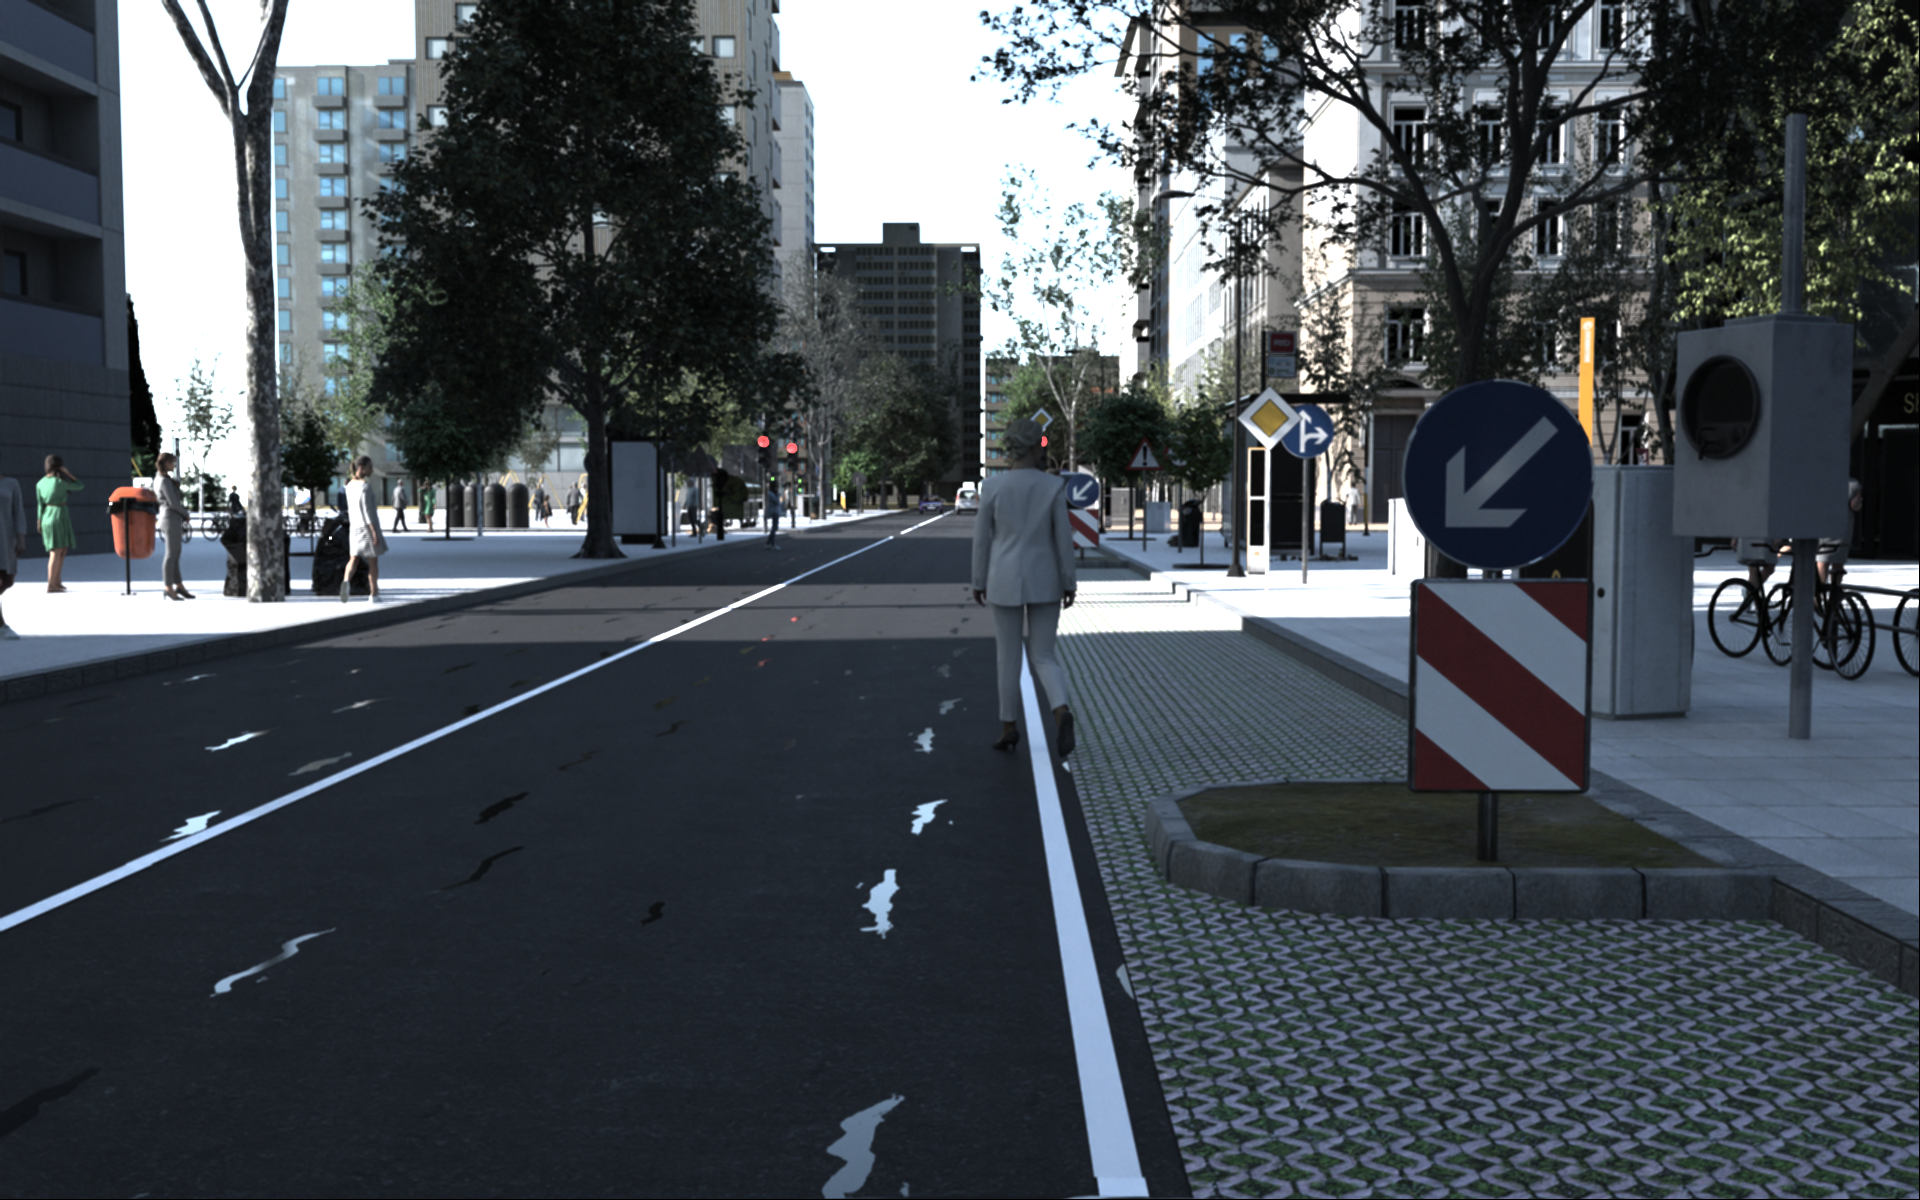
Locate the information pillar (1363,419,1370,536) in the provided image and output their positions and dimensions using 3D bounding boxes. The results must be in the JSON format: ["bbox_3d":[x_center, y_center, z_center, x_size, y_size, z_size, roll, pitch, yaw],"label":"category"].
[{"bbox_3d":[12.536,-3.793,53.377,0.183,3.616,0.504,1,4,20],"label":"information pillar"}]

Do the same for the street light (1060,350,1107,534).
[{"bbox_3d":[4.045,-5.095,55.852,1.470,5.913,1.316,0,4,1],"label":"street light"}]

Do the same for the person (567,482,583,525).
[{"bbox_3d":[-15.869,-3.973,71.397,0.661,1.777,0.834,-1,4,-8],"label":"person"}]

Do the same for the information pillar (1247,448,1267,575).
[{"bbox_3d":[4.753,-1.412,27.581,0.304,2.012,0.304,1,4,17],"label":"information pillar"}]

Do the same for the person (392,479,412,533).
[{"bbox_3d":[-18.450,-3.111,57.311,0.661,1.777,0.834,3,4,37],"label":"person"}]

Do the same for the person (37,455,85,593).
[{"bbox_3d":[-11.867,-1.004,22.708,0.600,1.795,0.529,0,4,6],"label":"person"}]

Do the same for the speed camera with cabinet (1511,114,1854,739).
[{"bbox_3d":[3.961,-0.941,9.726,0.660,3.252,2.038,-1,4,-20],"label":"speed camera with cabinet"}]

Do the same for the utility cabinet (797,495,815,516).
[{"bbox_3d":[-9.166,-5.627,103.165,1.020,1.237,0.306,0,4,8],"label":"utility cabinet"}]

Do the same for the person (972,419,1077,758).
[{"bbox_3d":[0.373,-0.065,9.435,0.514,1.842,0.818,-1,4,-19],"label":"person"}]

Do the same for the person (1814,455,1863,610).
[{"bbox_3d":[9.596,-0.780,19.148,0.716,1.782,0.532,1,4,13],"label":"person"}]

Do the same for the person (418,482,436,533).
[{"bbox_3d":[-17.557,-3.122,57.331,0.600,1.795,0.529,1,4,14],"label":"person"}]

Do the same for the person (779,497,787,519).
[{"bbox_3d":[-9.437,-4.824,90.407,0.738,1.151,1.012,2,4,31],"label":"person"}]

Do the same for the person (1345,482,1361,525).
[{"bbox_3d":[16.063,-3.946,70.829,0.678,1.792,0.850,1,4,17],"label":"person"}]

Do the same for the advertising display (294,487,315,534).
[{"bbox_3d":[-21.118,-3.093,55.779,0.974,1.923,0.123,3,4,36],"label":"advertising display"}]

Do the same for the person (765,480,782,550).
[{"bbox_3d":[-4.832,-2.202,44.767,0.793,1.790,0.793,-3,4,-38],"label":"person"}]

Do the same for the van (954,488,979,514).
[{"bbox_3d":[0.560,-7.145,123.832,2.013,2.044,4.112,0,4,1],"label":"van"}]

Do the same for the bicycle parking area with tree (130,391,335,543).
[{"bbox_3d":[-21.877,-3.852,49.986,9.016,4.147,8.231,3,5,40],"label":"bicycle parking area with tree"}]

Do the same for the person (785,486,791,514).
[{"bbox_3d":[-10.945,-6.416,111.053,0.767,1.812,0.694,-2,4,-24],"label":"person"}]

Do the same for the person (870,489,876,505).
[{"bbox_3d":[-10.134,-11.977,201.883,0.705,1.823,1.348,-3,4,-37],"label":"person"}]

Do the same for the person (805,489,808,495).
[{"bbox_3d":[-15.053,-9.990,169.377,0.705,1.824,1.348,1,4,15],"label":"person"}]

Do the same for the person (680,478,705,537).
[{"bbox_3d":[-7.971,-2.753,51.546,0.515,1.767,0.782,-3,5,-43],"label":"person"}]

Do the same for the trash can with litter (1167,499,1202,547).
[{"bbox_3d":[5.401,-1.872,41.996,0.624,1.170,1.055,-2,4,-31],"label":"trash can with litter"}]

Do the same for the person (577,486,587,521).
[{"bbox_3d":[-17.826,-4.623,81.850,0.699,1.804,1.509,3,4,36],"label":"person"}]

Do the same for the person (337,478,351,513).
[{"bbox_3d":[-19.907,-3.053,56.139,0.721,1.800,0.419,-2,4,-23],"label":"person"}]

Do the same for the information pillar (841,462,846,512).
[{"bbox_3d":[-8.544,-8.316,127.319,0.183,3.616,0.504,-3,5,-39],"label":"information pillar"}]

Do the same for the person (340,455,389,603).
[{"bbox_3d":[-6.980,-0.822,20.241,0.466,1.731,0.760,0,4,5],"label":"person"}]

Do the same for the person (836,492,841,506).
[{"bbox_3d":[-13.013,-10.990,185.868,0.705,1.807,1.348,1,4,23],"label":"person"}]

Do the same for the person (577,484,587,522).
[{"bbox_3d":[-17.291,-4.465,79.528,0.515,1.767,0.782,-3,5,-40],"label":"person"}]

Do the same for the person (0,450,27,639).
[{"bbox_3d":[-8.650,-0.528,15.430,0.760,1.731,0.466,2,4,25],"label":"person"}]

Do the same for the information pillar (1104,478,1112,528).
[{"bbox_3d":[5.533,-3.725,65.398,0.304,2.012,0.304,-1,4,-15],"label":"information pillar"}]

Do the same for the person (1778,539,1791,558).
[{"bbox_3d":[12.811,-1.217,26.685,0.760,1.731,0.466,2,4,30],"label":"person"}]

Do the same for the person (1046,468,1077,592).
[{"bbox_3d":[1.241,-0.957,24.426,0.850,1.792,0.678,0,4,8],"label":"person"}]

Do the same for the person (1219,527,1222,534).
[{"bbox_3d":[8.524,-2.972,54.658,0.654,1.822,0.581,3,4,36],"label":"person"}]

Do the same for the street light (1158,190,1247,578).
[{"bbox_3d":[3.724,-3.307,26.605,1.470,5.913,1.316,0,4,1],"label":"street light"}]

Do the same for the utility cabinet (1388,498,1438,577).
[{"bbox_3d":[7.106,-0.967,26.968,0.306,1.237,1.020,-2,4,-25],"label":"utility cabinet"}]

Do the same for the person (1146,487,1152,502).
[{"bbox_3d":[13.590,-7.256,125.028,0.694,1.780,0.624,0,4,-3],"label":"person"}]

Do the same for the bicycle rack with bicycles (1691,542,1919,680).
[{"bbox_3d":[5.803,0.058,12.428,2.852,0.926,2.925,0,4,6],"label":"bicycle rack with bicycles"}]

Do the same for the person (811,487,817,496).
[{"bbox_3d":[-9.996,-6.894,119.310,0.519,1.759,0.362,0,4,-2],"label":"person"}]

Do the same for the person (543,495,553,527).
[{"bbox_3d":[-15.941,-3.443,67.006,0.373,1.253,0.362,0,4,-1],"label":"person"}]

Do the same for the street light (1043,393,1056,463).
[{"bbox_3d":[4.500,-6.550,79.631,1.470,5.913,1.316,0,4,1],"label":"street light"}]

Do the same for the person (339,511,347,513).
[{"bbox_3d":[-23.927,-3.753,67.756,0.694,1.780,0.624,0,4,-4],"label":"person"}]

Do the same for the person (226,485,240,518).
[{"bbox_3d":[-26.369,-3.295,62.800,0.534,1.772,0.576,-1,4,-13],"label":"person"}]

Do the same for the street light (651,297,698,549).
[{"bbox_3d":[-6.543,-4.161,40.581,1.470,5.913,1.316,0,4,1],"label":"street light"}]

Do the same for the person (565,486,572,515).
[{"bbox_3d":[-23.662,-6.039,105.202,0.576,1.772,0.534,2,4,34],"label":"person"}]

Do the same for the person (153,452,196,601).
[{"bbox_3d":[-9.453,-0.895,20.949,0.520,1.790,0.573,3,4,38],"label":"person"}]

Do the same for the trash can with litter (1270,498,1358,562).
[{"bbox_3d":[6.804,-1.371,33.469,2.233,1.210,1.678,-1,4,-18],"label":"trash can with litter"}]

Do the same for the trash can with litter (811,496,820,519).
[{"bbox_3d":[-7.419,-4.767,89.319,0.624,1.170,1.055,0,4,3],"label":"trash can with litter"}]

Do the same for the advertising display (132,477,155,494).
[{"bbox_3d":[-30.588,-3.653,64.939,0.974,1.923,0.123,1,4,19],"label":"advertising display"}]

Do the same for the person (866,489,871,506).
[{"bbox_3d":[-9.939,-11.200,189.032,0.599,1.838,0.709,0,4,-6],"label":"person"}]

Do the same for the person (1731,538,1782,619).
[{"bbox_3d":[8.269,-0.685,17.991,0.466,1.731,0.760,0,4,-1],"label":"person"}]

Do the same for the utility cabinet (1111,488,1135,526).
[{"bbox_3d":[6.322,-3.654,68.423,1.173,1.500,0.318,0,4,-3],"label":"utility cabinet"}]

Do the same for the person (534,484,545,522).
[{"bbox_3d":[-19.545,-4.533,80.580,0.576,1.772,0.534,-1,4,-11],"label":"person"}]
